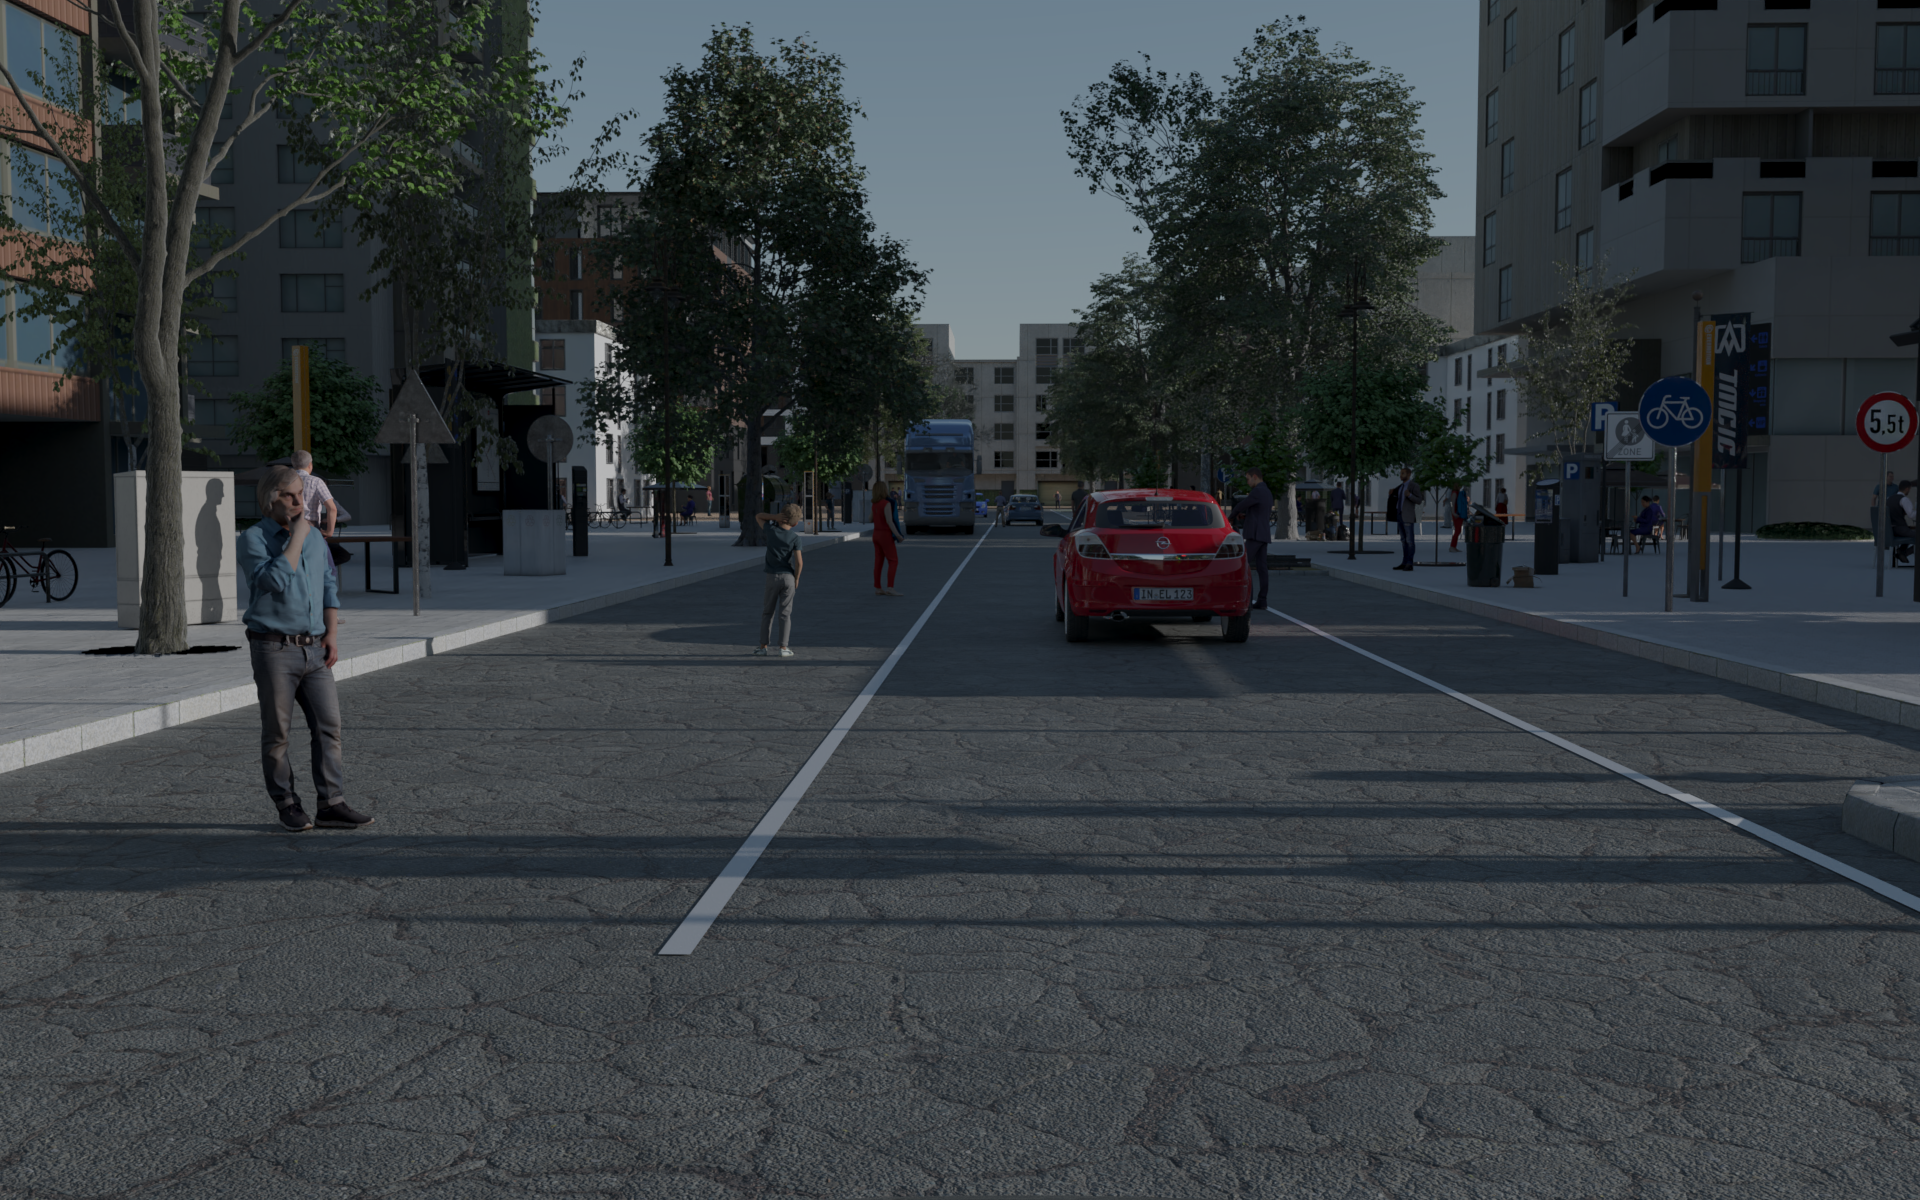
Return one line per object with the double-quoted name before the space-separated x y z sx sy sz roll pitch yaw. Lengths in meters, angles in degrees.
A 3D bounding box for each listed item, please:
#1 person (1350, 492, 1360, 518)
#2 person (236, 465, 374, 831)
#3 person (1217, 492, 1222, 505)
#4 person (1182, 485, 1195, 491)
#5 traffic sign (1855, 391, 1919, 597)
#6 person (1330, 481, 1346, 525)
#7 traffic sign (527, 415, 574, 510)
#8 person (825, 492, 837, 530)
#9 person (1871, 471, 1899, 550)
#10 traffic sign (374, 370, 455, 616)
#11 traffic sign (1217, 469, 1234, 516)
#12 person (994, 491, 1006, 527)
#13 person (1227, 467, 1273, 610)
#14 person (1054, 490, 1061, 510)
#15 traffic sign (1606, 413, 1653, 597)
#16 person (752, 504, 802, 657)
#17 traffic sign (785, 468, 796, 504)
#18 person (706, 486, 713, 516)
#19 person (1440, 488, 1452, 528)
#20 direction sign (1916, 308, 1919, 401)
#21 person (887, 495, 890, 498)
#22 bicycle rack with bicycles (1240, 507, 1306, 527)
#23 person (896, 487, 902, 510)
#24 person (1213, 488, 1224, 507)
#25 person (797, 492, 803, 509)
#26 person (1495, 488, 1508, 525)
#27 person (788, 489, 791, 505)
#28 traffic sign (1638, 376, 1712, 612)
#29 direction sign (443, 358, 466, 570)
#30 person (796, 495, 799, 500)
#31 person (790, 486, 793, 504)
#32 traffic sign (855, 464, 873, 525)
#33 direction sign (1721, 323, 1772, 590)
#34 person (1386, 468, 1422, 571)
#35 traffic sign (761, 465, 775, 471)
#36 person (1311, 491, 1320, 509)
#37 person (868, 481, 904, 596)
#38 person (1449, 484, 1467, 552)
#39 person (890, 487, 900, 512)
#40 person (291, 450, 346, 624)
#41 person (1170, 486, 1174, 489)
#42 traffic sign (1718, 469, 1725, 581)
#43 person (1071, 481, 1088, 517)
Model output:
"person" 20.775 -5.001 91.044 0.697 1.427 0.421 -2 4 -32
"person" -2.824 0.202 7.404 0.499 1.552 0.429 -2 4 -34
"person" 20.823 -7.954 139.346 0.557 1.426 1.065 2 4 28
"person" 9.575 -3.988 72.707 0.566 1.644 0.517 3 5 42
"traffic sign" 11.483 -1.312 21.551 0.768 2.556 0.104 0 4 3
"person" 12.850 -3.172 58.824 0.541 1.710 0.530 3 5 44
"traffic sign" -6.617 -1.704 27.965 0.768 2.556 0.104 0 4 5
"person" -4.641 -3.206 62.371 0.340 1.345 0.435 1 4 14
"person" 21.280 -2.057 39.807 0.598 1.807 0.434 1 4 22
"traffic sign" -5.724 -1.111 18.167 0.884 2.594 0.081 0 4 6
"traffic sign" 11.987 -4.779 78.237 0.768 2.556 0.104 1 4 9
"person" 1.729 -3.937 74.929 0.516 1.574 0.319 1 4 11
"person" 3.561 -0.768 21.503 0.568 1.767 0.683 2 4 28
"person" 8.906 -9.152 158.667 0.617 1.759 0.750 1 4 19
"traffic sign" 8.305 -1.188 21.554 0.606 2.300 0.079 0 4 3
"person" -1.620 -0.180 15.345 0.435 1.345 0.340 -1 4 -9
"traffic sign" -6.605 -4.209 68.925 0.768 2.556 0.104 0 4 4
"person" -14.436 -5.718 100.260 0.721 1.743 1.217 0 4 1
"person" 18.177 -3.577 64.682 0.789 1.805 0.875 2 4 27
"direction sign" 8.407 -1.366 14.338 0.876 3.537 0.379 2 4 35
"person" -5.340 -6.895 119.291 1.217 1.766 0.721 0 4 6
"bicycle rack with bicycles" 12.298 -3.289 67.156 2.925 0.926 2.852 0 4 2
"person" -4.923 -8.051 137.540 0.599 1.838 0.709 1 4 15
"person" 21.640 -8.487 144.905 1.348 1.812 0.705 -1 4 -12
"person" -13.814 -8.902 152.136 0.990 1.755 0.434 1 4 9
"person" 21.115 -3.609 67.511 0.523 1.526 0.387 1 4 22
"person" -13.403 -7.863 135.427 0.721 1.723 1.217 -3 4 -36
"traffic sign" 7.729 -1.144 18.812 0.768 2.556 0.104 0 4 6
"direction sign" -8.568 -2.279 29.266 0.379 3.537 0.876 0 4 -5
"person" -12.556 -7.675 132.205 0.721 1.739 1.217 1 4 18
"person" -11.491 -6.868 118.418 0.705 1.814 1.350 0 4 3
"traffic sign" -4.029 -4.429 72.513 0.768 2.556 0.104 0 4 3
"direction sign" 10.514 -1.917 23.347 0.379 3.537 0.876 -2 4 -24
"person" 7.402 -1.350 28.944 0.431 1.722 0.655 -1 4 -14
"traffic sign" -8.317 -4.607 75.426 0.768 2.556 0.104 0 4 5
"person" 21.889 -6.117 106.989 0.436 1.711 0.756 -1 4 -21
"person" -1.042 -0.875 24.509 0.444 1.614 0.593 -1 4 -12
"person" 11.025 -1.867 38.280 0.593 1.614 0.444 -2 4 -30
"person" -4.707 -7.266 125.292 0.683 1.767 0.568 -2 4 -30
"person" -6.412 -0.614 17.023 0.756 1.711 0.436 1 4 18
"person" 11.591 -5.411 95.226 1.217 1.736 0.721 -1 4 -14
"traffic sign" 11.260 -1.435 25.587 0.606 2.300 0.079 1 4 11
"person" 3.452 -2.466 48.946 0.598 1.807 0.434 3 5 42
